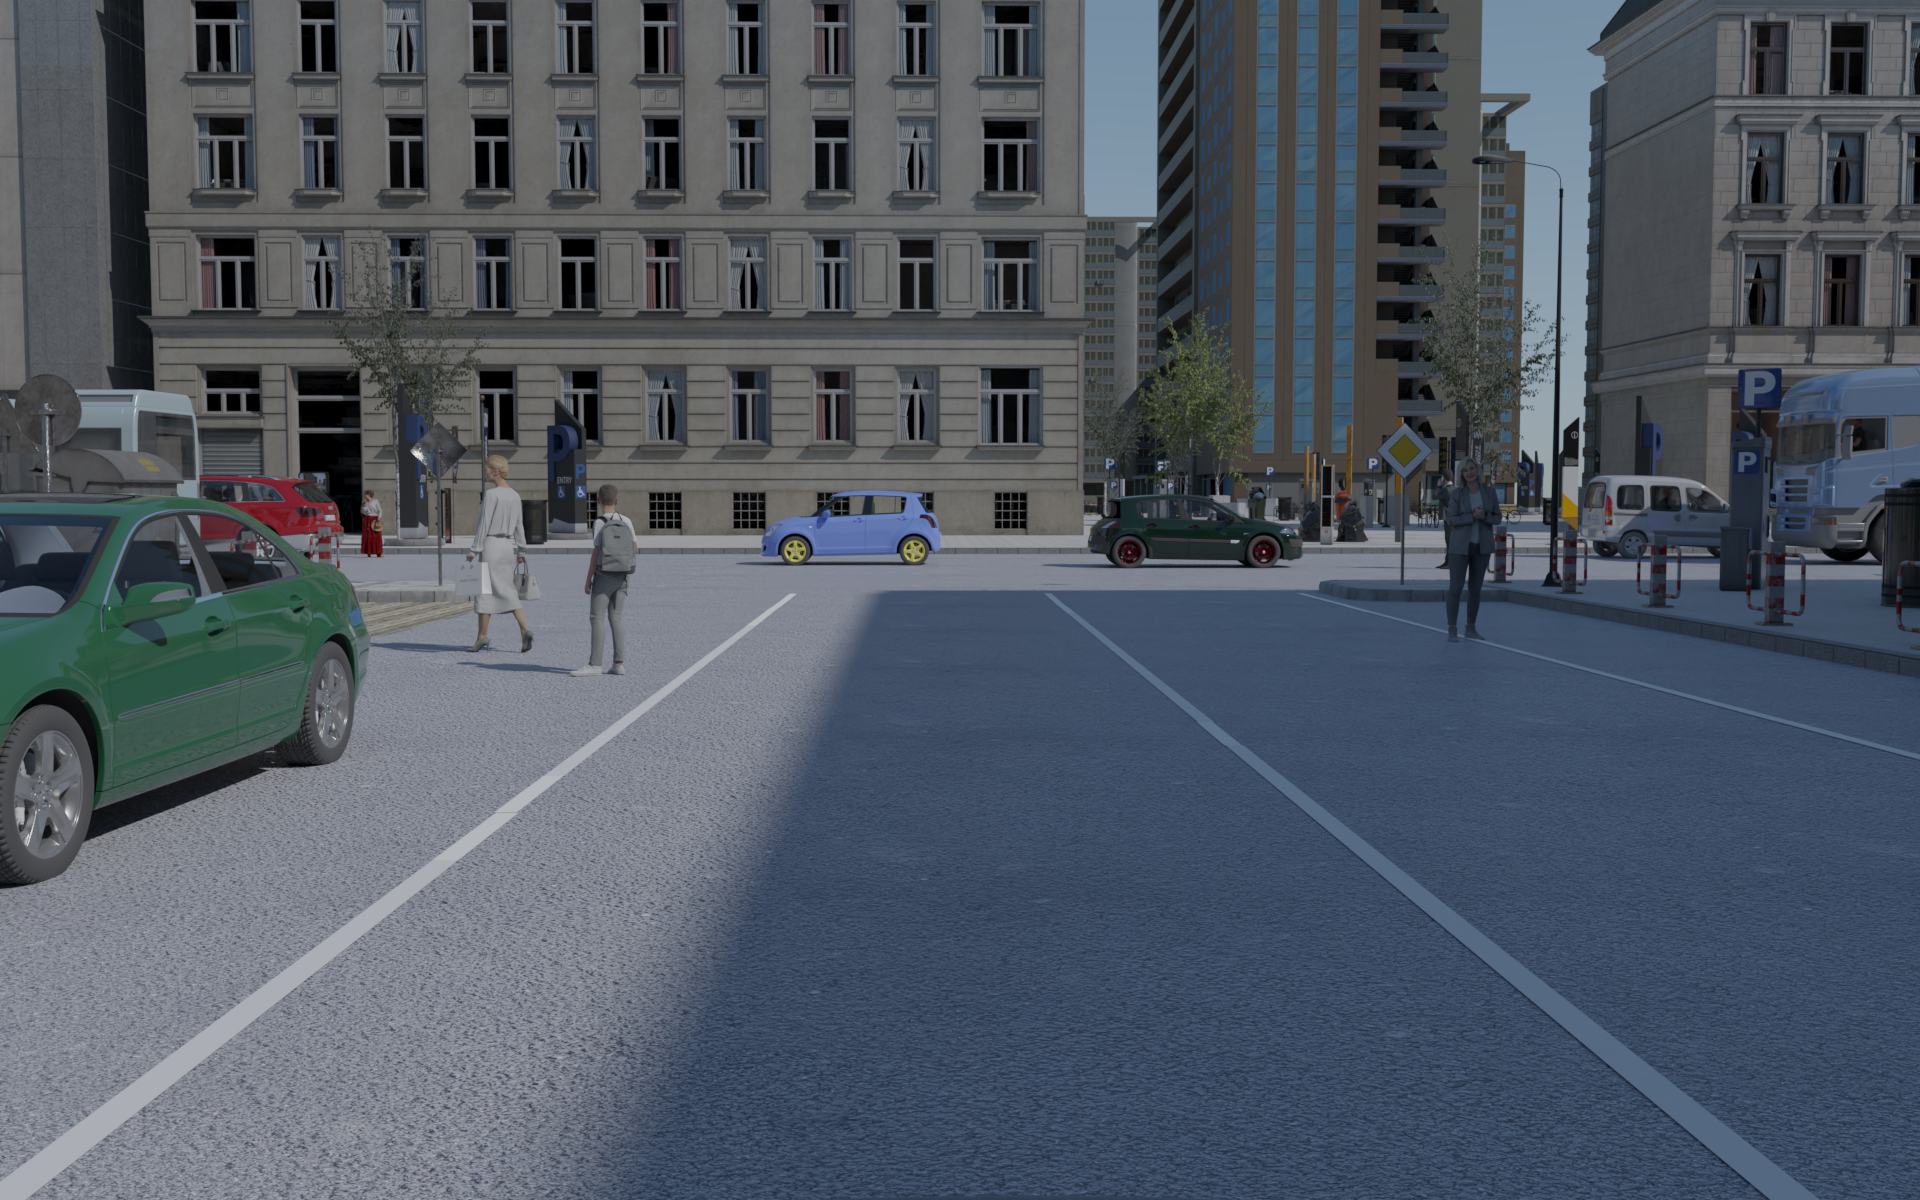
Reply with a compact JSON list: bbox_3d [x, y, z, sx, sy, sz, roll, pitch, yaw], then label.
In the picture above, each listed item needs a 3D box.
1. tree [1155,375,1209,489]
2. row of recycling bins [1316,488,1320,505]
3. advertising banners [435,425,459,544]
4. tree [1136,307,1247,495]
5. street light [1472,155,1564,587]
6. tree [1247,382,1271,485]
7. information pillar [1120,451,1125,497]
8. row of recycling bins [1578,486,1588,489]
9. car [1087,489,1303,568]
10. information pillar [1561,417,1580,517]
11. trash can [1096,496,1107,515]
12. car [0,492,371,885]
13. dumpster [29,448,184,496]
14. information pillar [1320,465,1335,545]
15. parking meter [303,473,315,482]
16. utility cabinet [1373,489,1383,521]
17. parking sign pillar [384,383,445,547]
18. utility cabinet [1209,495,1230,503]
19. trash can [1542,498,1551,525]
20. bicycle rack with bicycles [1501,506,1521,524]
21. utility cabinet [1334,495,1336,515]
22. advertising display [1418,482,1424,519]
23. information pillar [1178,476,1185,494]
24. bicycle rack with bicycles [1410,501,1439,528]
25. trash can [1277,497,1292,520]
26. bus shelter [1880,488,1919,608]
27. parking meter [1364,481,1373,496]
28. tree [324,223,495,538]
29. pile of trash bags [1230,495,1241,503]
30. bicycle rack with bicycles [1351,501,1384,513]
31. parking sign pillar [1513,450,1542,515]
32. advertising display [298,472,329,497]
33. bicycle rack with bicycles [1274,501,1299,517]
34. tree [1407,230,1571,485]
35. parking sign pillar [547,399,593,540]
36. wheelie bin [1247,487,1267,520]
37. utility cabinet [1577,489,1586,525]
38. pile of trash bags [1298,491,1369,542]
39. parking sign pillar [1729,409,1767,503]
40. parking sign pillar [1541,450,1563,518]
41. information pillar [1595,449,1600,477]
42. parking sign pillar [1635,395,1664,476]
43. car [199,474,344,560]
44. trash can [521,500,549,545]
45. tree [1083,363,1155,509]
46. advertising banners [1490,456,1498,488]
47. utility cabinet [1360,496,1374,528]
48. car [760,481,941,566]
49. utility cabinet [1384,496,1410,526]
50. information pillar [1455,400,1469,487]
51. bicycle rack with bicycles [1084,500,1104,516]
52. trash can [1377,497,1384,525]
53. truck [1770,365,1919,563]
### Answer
[{"bbox_3d":[13.364,-9.621,107.657,4.360,8.622,3.978,0,3,0],"label":"tree"},{"bbox_3d":[22.121,-6.245,109.211,1.069,1.692,3.534,1,4,23],"label":"row of recycling bins"},{"bbox_3d":[-13.342,-2.989,45.063,0.090,3.025,2.074,-2,4,-32],"label":"advertising banners"},{"bbox_3d":[8.985,-7.253,68.947,4.737,8.622,4.395,0,3,0],"label":"tree"},{"bbox_3d":[7.705,-3.141,23.895,1.470,5.913,1.316,0,4,-1],"label":"street light"},{"bbox_3d":[12.248,-8.012,81.367,4.737,8.622,4.395,0,3,0],"label":"tree"},{"bbox_3d":[8.935,-6.358,95.306,0.183,3.616,0.504,-1,4,-16],"label":"information pillar"},{"bbox_3d":[33.506,-5.182,91.833,3.534,1.692,1.069,-2,4,-35],"label":"row of recycling bins"},{"bbox_3d":[4.623,-1.489,34.128,4.222,1.686,2.009,0,4,-1],"label":"car"},{"bbox_3d":[18.511,-3.739,52.490,0.504,3.616,0.183,0,4,-5],"label":"information pillar"},{"bbox_3d":[8.799,-5.850,107.304,0.748,1.137,0.748,0,3,0],"label":"trash can"},{"bbox_3d":[-4.254,0.240,7.873,2.131,1.459,4.920,0,4,1],"label":"car"},{"bbox_3d":[-11.232,-1.046,22.863,1.264,1.857,1.865,0,4,-1],"label":"dumpster"},{"bbox_3d":[9.271,-2.398,43.698,0.304,2.012,0.304,1,4,20],"label":"information pillar"},{"bbox_3d":[-18.214,-2.618,48.513,0.255,1.863,0.399,-2,4,-31],"label":"parking meter"},{"bbox_3d":[19.376,-4.382,80.331,0.318,1.500,1.173,0,4,4],"label":"utility cabinet"},{"bbox_3d":[-13.549,-3.329,42.895,1.447,3.967,1.447,0,4,-6],"label":"parking sign pillar"},{"bbox_3d":[11.771,-4.118,78.498,1.020,1.237,0.306,-2,4,-32],"label":"utility cabinet"},{"bbox_3d":[24.338,-3.653,71.384,0.748,1.137,0.748,0,3,0],"label":"trash can"},{"bbox_3d":[21.936,-3.685,73.636,2.852,0.926,2.925,-2,4,-35],"label":"bicycle rack with bicycles"},{"bbox_3d":[22.309,-5.680,104.032,1.020,1.237,0.306,3,5,41],"label":"utility cabinet"},{"bbox_3d":[24.041,-5.205,90.315,0.123,1.923,0.974,1,4,23],"label":"advertising display"},{"bbox_3d":[9.276,-4.145,72.259,0.304,2.012,0.304,-1,4,-15],"label":"information pillar"},{"bbox_3d":[18.512,-3.234,66.256,2.852,0.926,2.925,1,4,21],"label":"bicycle rack with bicycles"},{"bbox_3d":[15.523,-4.351,82.791,0.748,1.137,0.748,0,3,0],"label":"trash can"},{"bbox_3d":[10.835,-2.326,15.662,2.179,5.291,8.768,0,4,-1],"label":"bus shelter"},{"bbox_3d":[18.827,-4.535,79.863,0.255,1.863,0.399,-1,4,-22],"label":"parking meter"},{"bbox_3d":[-15.397,-5.977,48.081,4.360,8.622,3.978,0,3,0],"label":"tree"},{"bbox_3d":[16.433,-5.701,102.958,3.447,1.369,1.912,-1,4,-13],"label":"pile of trash bags"},{"bbox_3d":[20.304,-4.551,87.796,2.852,0.926,2.925,2,4,29],"label":"bicycle rack with bicycles"},{"bbox_3d":[34.171,-7.100,104.563,1.447,3.967,1.447,-1,4,-15],"label":"parking sign pillar"},{"bbox_3d":[-18.771,-2.760,50.338,0.974,1.923,0.123,1,4,17],"label":"advertising display"},{"bbox_3d":[18.652,-5.071,96.299,2.925,0.926,2.852,-2,4,-27],"label":"bicycle rack with bicycles"},{"bbox_3d":[14.412,-5.988,48.269,4.360,8.622,3.978,0,3,0],"label":"tree"},{"bbox_3d":[-11.079,-3.690,48.810,1.447,3.967,1.447,3,5,42],"label":"parking sign pillar"},{"bbox_3d":[13.086,-4.186,76.346,0.693,1.594,0.980,-2,4,-31],"label":"wheelie bin"},{"bbox_3d":[25.829,-3.859,71.781,1.173,1.500,0.318,-1,4,-12],"label":"utility cabinet"},{"bbox_3d":[10.306,-2.311,47.542,1.912,1.369,3.447,1,4,19],"label":"pile of trash bags"},{"bbox_3d":[24.289,-3.972,53.406,1.447,3.967,1.447,0,4,-7],"label":"parking sign pillar"},{"bbox_3d":[32.889,-6.479,94.406,1.447,3.967,1.447,-1,4,-11],"label":"parking sign pillar"},{"bbox_3d":[32.758,-5.964,88.869,0.183,3.616,0.504,-1,4,-20],"label":"information pillar"},{"bbox_3d":[19.051,-3.635,47.901,1.447,3.967,1.447,3,4,36],"label":"parking sign pillar"},{"bbox_3d":[-15.079,-1.579,34.489,5.304,1.827,2.281,0,4,0],"label":"car"},{"bbox_3d":[-10.790,-1.974,43.936,0.748,1.137,0.748,0,3,0],"label":"trash can"},{"bbox_3d":[8.489,-9.048,98.289,4.360,8.622,3.978,0,3,0],"label":"tree"},{"bbox_3d":[24.268,-5.144,80.290,0.090,3.025,2.074,-1,4,-18],"label":"advertising banners"},{"bbox_3d":[15.436,-3.338,65.732,0.306,1.237,1.020,0,4,0],"label":"utility cabinet"},{"bbox_3d":[-2.226,-1.578,35.394,3.694,1.707,1.945,0,4,-2],"label":"car"},{"bbox_3d":[17.728,-3.617,70.307,1.020,1.237,0.306,1,4,13],"label":"utility cabinet"},{"bbox_3d":[12.485,-3.167,43.132,0.183,3.616,0.504,-1,4,-16],"label":"information pillar"},{"bbox_3d":[7.659,-5.546,104.053,2.925,0.926,2.852,2,4,30],"label":"bicycle rack with bicycles"},{"bbox_3d":[17.750,-3.711,72.322,0.748,1.137,0.748,0,3,0],"label":"trash can"},{"bbox_3d":[25.832,-2.798,35.512,18.799,4.110,2.967,0,4,1],"label":"truck"}]
